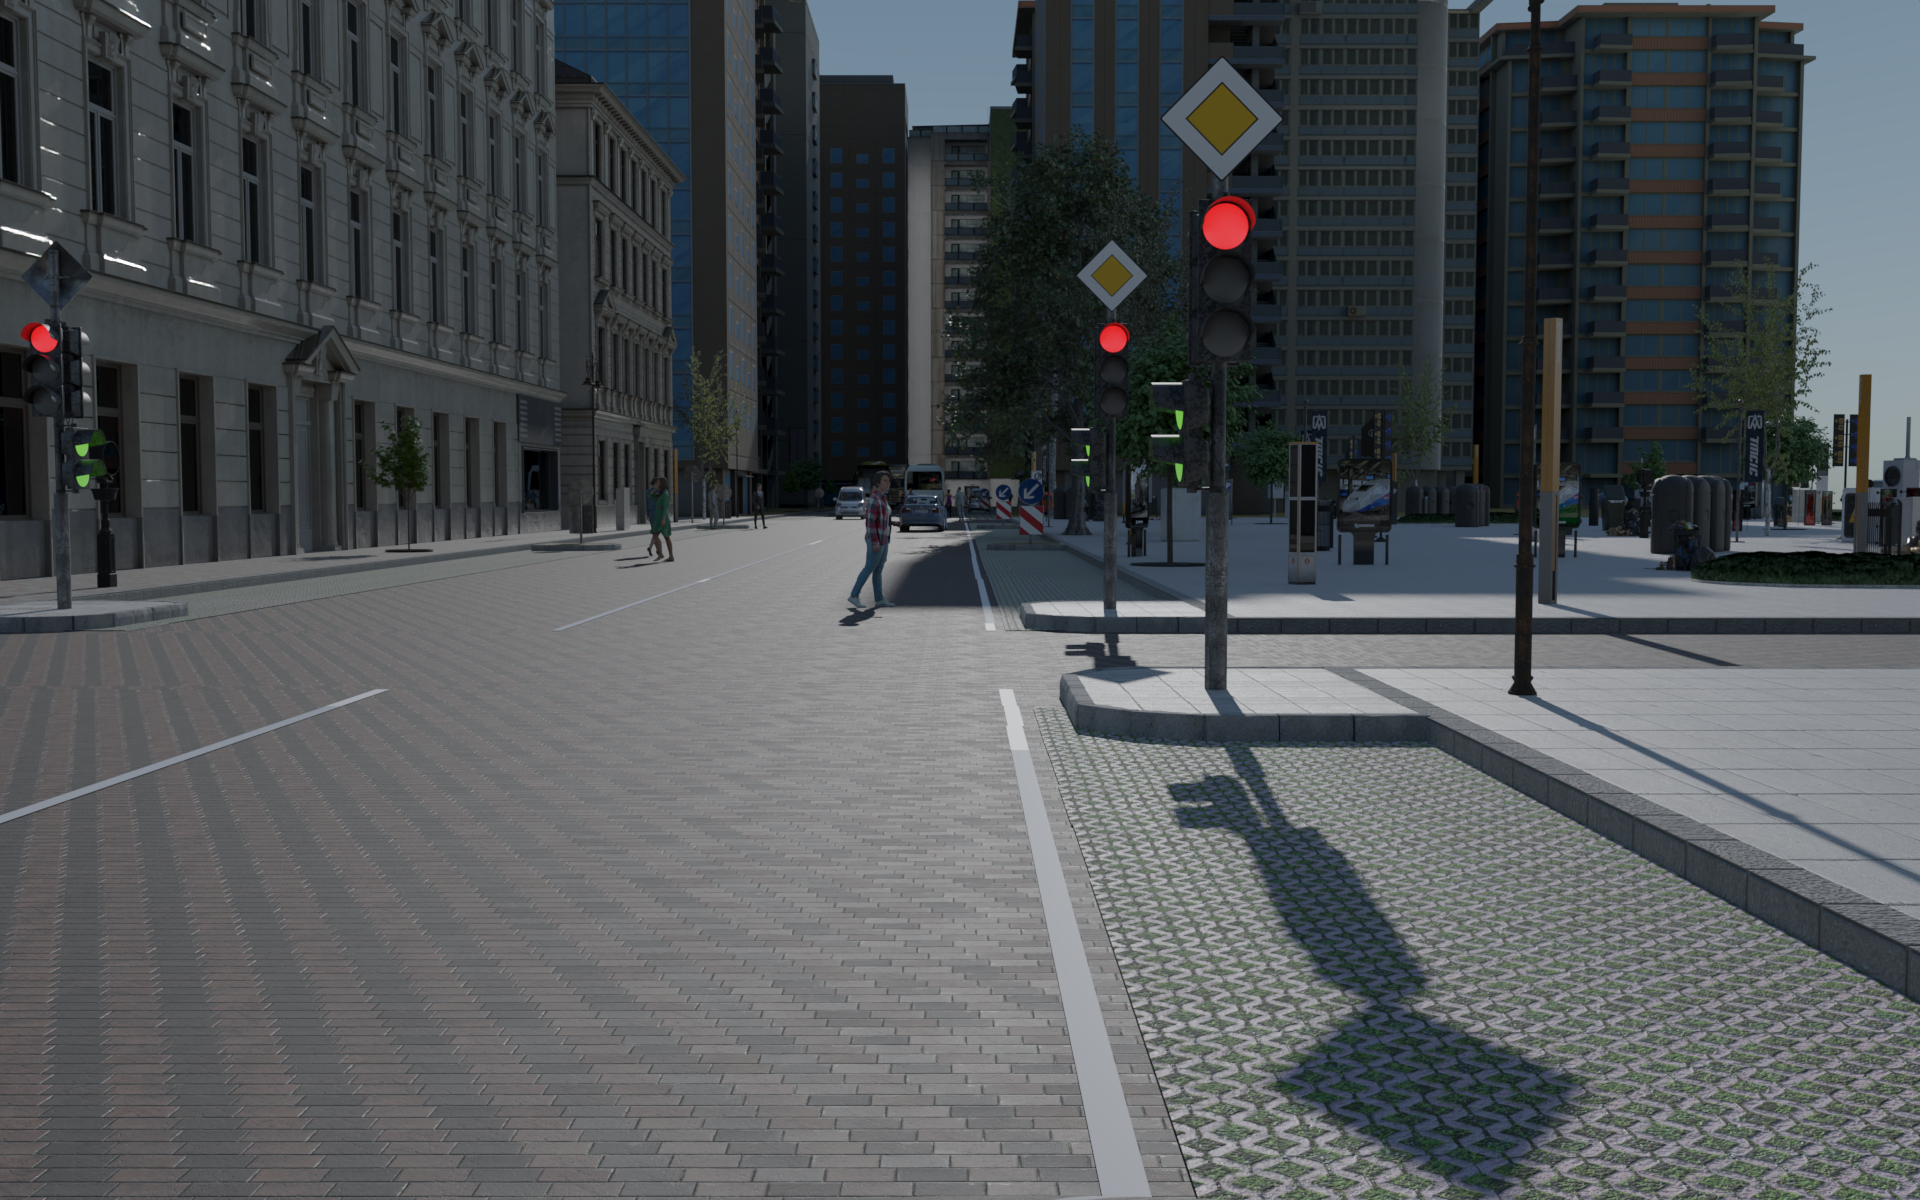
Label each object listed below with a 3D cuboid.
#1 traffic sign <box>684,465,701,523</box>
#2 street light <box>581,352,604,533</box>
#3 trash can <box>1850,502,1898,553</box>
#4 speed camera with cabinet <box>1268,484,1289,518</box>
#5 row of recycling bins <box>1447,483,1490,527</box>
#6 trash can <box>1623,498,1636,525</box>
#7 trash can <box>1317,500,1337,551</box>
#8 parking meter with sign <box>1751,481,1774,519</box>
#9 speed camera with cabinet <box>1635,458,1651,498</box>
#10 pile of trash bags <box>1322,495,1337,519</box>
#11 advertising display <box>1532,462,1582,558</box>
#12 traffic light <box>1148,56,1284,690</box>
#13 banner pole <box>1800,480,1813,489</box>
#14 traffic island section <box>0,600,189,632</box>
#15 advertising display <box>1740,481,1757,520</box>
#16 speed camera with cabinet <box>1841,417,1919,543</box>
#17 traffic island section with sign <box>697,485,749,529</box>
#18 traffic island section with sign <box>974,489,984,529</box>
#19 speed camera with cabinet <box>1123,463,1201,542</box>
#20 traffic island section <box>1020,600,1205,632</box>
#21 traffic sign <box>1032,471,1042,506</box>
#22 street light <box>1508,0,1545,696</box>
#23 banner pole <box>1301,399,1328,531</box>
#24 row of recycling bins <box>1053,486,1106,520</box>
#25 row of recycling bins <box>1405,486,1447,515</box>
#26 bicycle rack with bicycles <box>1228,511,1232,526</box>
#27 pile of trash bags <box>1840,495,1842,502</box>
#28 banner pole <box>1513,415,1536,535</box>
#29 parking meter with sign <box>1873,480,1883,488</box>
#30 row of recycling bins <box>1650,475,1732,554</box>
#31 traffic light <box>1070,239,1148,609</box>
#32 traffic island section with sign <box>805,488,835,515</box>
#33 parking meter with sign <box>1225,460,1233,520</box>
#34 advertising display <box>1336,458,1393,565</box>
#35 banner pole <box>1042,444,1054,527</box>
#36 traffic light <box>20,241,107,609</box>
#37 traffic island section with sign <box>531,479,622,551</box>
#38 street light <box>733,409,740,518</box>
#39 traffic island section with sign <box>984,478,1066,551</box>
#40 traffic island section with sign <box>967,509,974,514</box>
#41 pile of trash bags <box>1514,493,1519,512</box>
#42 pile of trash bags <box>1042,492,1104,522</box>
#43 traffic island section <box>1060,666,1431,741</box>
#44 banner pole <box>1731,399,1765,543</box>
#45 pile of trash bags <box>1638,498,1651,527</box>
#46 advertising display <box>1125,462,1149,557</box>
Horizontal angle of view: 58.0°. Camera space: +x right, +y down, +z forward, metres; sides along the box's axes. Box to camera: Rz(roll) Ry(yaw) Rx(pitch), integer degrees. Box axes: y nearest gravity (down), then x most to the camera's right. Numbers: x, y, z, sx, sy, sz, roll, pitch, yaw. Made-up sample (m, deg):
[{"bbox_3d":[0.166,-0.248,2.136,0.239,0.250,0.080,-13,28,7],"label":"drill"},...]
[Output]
[{"bbox_3d":[-11.768,-4.645,76.058,0.768,2.556,0.104,0,4,7],"label":"traffic sign"},{"bbox_3d":[-11.991,-5.131,56.676,0.468,5.910,1.993,0,3,0],"label":"street light"},{"bbox_3d":[16.132,-1.159,30.610,0.748,1.137,0.748,0,3,0],"label":"trash can"},{"bbox_3d":[17.771,-6.107,94.185,2.038,3.252,0.660,-1,4,-19],"label":"speed camera with cabinet"},{"bbox_3d":[20.188,-3.744,68.325,1.069,1.692,3.534,2,4,26],"label":"row of recycling bins"},{"bbox_3d":[23.693,-3.065,61.764,0.748,1.137,0.748,0,3,0],"label":"trash can"},{"bbox_3d":[8.123,-1.678,39.085,0.748,1.137,0.748,0,3,0],"label":"trash can"},{"bbox_3d":[41.177,-5.708,89.583,1.738,3.016,0.543,3,4,39],"label":"parking meter with sign"},{"bbox_3d":[37.589,-6.080,93.748,0.660,3.252,2.038,-2,4,-33],"label":"speed camera with cabinet"},{"bbox_3d":[19.082,-4.862,89.241,1.912,1.369,3.447,-3,5,-40],"label":"pile of trash bags"},{"bbox_3d":[12.049,-1.821,34.984,0.974,1.923,0.123,0,4,-7],"label":"advertising display"},{"bbox_3d":[1.666,-1.369,11.296,0.839,4.253,0.868,0,3,0],"label":"traffic light"},{"bbox_3d":[45.060,-6.241,92.051,0.401,3.779,0.863,-3,4,-38],"label":"banner pole"},{"bbox_3d":[-10.041,0.177,19.393,2.009,0.180,2.903,0,3,0],"label":"traffic island section"},{"bbox_3d":[39.054,-4.935,85.904,0.123,1.923,0.974,-2,4,-31],"label":"advertising display"},{"bbox_3d":[23.921,-3.100,45.023,0.660,3.252,2.038,-1,4,-15],"label":"speed camera with cabinet"},{"bbox_3d":[-9.742,-3.842,71.437,1.989,1.847,2.006,0,3,0],"label":"traffic island section with sign"},{"bbox_3d":[1.675,-3.847,71.530,1.989,1.847,2.006,0,3,0],"label":"traffic island section with sign"},{"bbox_3d":[5.458,-3.209,46.796,2.038,3.252,0.660,-1,4,-9],"label":"speed camera with cabinet"},{"bbox_3d":[1.701,0.176,19.395,2.009,0.180,2.903,0,3,0],"label":"traffic island section"},{"bbox_3d":[3.422,-4.514,75.934,0.606,2.300,0.079,1,4,9],"label":"traffic sign"},{"bbox_3d":[3.608,-2.333,10.933,0.468,5.910,1.993,0,3,0],"label":"street light"},{"bbox_3d":[9.315,-3.405,45.683,0.863,3.779,0.401,-1,4,-11],"label":"banner pole"},{"bbox_3d":[6.165,-4.887,87.016,3.534,1.692,1.069,3,5,40],"label":"row of recycling bins"},{"bbox_3d":[23.732,-4.876,86.833,3.534,1.692,1.069,-2,4,-35],"label":"row of recycling bins"},{"bbox_3d":[9.723,-3.441,69.650,2.852,0.926,2.925,1,4,21],"label":"bicycle rack with bicycles"},{"bbox_3d":[34.555,-3.402,65.370,1.912,1.369,3.447,3,4,36],"label":"pile of trash bags"},{"bbox_3d":[17.765,-3.934,54.332,0.863,3.779,0.401,-2,4,-28],"label":"banner pole"},{"bbox_3d":[48.859,-5.850,91.905,1.738,3.016,0.543,2,4,33],"label":"parking meter with sign"},{"bbox_3d":[16.189,-1.901,38.194,1.069,1.692,3.534,3,5,40],"label":"row of recycling bins"},{"bbox_3d":[1.661,-1.857,19.281,0.839,4.253,0.868,0,3,0],"label":"traffic light"},{"bbox_3d":[-9.786,-6.882,121.152,1.989,1.847,2.006,0,3,0],"label":"traffic island section with sign"},{"bbox_3d":[13.444,-5.571,87.345,0.543,3.016,1.738,0,4,-2],"label":"parking meter with sign"},{"bbox_3d":[7.322,-1.601,31.384,0.974,1.923,0.123,0,4,3],"label":"advertising display"},{"bbox_3d":[3.349,-4.721,67.203,0.401,3.779,0.863,-1,4,-23],"label":"banner pole"},{"bbox_3d":[-10.001,-1.855,19.258,0.839,4.253,0.868,0,3,0],"label":"traffic light"},{"bbox_3d":[-9.740,-2.179,44.255,1.989,1.847,2.006,0,3,0],"label":"traffic island section with sign"},{"bbox_3d":[-12.082,-7.405,93.865,0.468,5.910,1.993,0,3,0],"label":"street light"},{"bbox_3d":[1.688,-2.194,44.503,1.989,1.847,2.006,0,3,0],"label":"traffic island section with sign"},{"bbox_3d":[1.637,-6.926,121.867,1.989,1.847,2.006,0,3,0],"label":"traffic island section with sign"},{"bbox_3d":[29.704,-4.925,90.268,1.912,1.369,3.447,2,4,35],"label":"pile of trash bags"},{"bbox_3d":[5.505,-4.396,81.630,3.447,1.369,1.912,1,4,11],"label":"pile of trash bags"},{"bbox_3d":[1.706,0.665,11.410,2.009,0.180,2.903,0,3,0],"label":"traffic island section"},{"bbox_3d":[20.776,-3.405,45.685,0.401,3.779,0.863,-3,5,-43],"label":"banner pole"},{"bbox_3d":[27.687,-3.517,67.251,1.912,1.369,3.447,0,4,0],"label":"pile of trash bags"},{"bbox_3d":[3.625,-1.849,35.441,0.123,1.923,0.974,2,4,28],"label":"advertising display"}]
